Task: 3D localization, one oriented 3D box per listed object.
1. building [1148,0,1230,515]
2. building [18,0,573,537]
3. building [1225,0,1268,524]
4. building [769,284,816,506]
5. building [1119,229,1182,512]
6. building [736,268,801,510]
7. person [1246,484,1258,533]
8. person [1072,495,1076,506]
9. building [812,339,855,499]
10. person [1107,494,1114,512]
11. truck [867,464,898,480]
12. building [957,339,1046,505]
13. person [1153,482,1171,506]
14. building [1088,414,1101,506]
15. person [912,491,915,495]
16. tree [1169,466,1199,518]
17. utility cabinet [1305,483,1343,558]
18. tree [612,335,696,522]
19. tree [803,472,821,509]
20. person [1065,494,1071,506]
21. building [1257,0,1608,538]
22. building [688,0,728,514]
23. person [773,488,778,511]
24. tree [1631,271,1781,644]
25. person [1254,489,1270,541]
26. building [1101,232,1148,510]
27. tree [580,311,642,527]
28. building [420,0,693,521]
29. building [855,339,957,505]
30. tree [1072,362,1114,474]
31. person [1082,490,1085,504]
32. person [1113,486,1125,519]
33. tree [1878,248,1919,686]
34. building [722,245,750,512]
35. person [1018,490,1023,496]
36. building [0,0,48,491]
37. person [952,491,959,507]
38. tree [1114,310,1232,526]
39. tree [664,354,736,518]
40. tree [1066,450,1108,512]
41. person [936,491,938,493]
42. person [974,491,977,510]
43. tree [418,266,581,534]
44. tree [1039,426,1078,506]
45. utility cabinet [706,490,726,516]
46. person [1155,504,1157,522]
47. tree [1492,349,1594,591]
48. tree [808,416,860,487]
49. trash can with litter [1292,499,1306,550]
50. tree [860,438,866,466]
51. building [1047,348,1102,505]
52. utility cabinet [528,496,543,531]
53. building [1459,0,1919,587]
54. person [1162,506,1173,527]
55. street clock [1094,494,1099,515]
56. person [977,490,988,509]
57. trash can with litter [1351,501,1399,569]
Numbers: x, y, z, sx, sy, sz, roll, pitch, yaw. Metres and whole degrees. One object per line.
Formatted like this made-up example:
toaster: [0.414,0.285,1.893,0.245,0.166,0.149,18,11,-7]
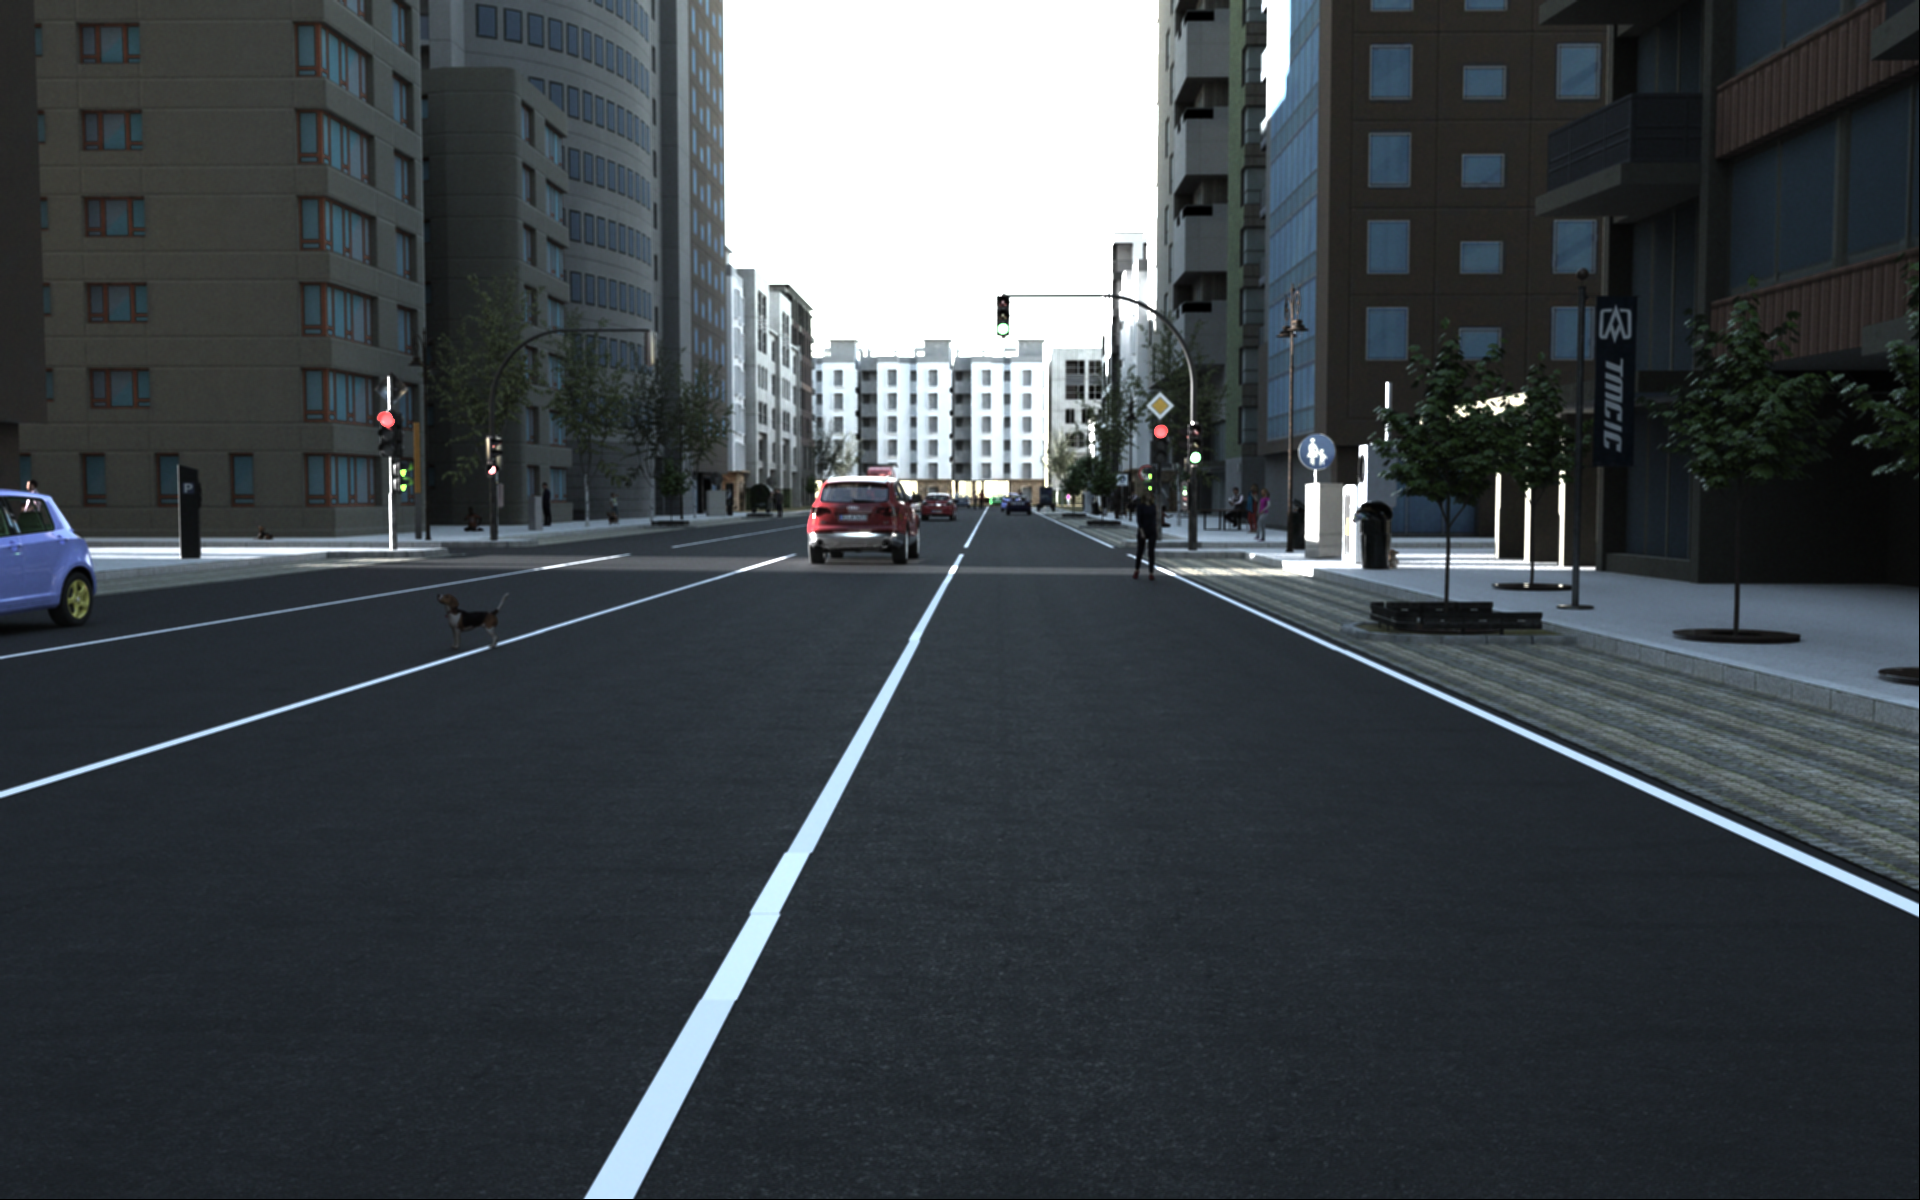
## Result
building: [26.331,-31.708,107.667,28.713,52.752,27.495,0,4,1]
building: [-31.999,-13.467,65.224,27.650,21.520,28.899,0,4,1]
building: [19.157,-24.210,79.420,14.154,41.232,14.086,0,4,1]
building: [-32.588,-20.716,182.685,32.646,21.610,27.936,0,4,1]
building: [20.060,-16.677,129.090,16.016,20.091,11.380,0,4,1]
building: [-24.067,-17.438,151.565,16.747,18.905,31.486,0,4,1]
person: [9.619,-3.015,57.048,0.444,1.614,0.593,1,4,18]
person: [12.356,-11.036,187.217,0.721,1.736,1.217,1,4,14]
building: [-18.044,-22.106,217.853,11.380,20.091,16.016,0,4,1]
person: [10.516,-7.129,122.466,0.709,1.838,0.599,1,4,13]
truck: [-7.396,-10.742,164.549,2.839,4.237,11.283,0,4,1]
building: [4.825,-22.087,217.541,11.380,20.091,16.016,0,4,1]
person: [8.359,-4.010,71.761,0.875,1.805,0.789,3,5,39]
building: [18.780,-14.667,181.944,9.099,9.664,28.070,0,4,1]
person: [-4.200,-8.819,153.408,0.721,1.735,1.217,2,4,28]
tree: [12.388,-6.109,94.477,1.663,3.219,1.824,0,3,0]
utility cabinet: [7.294,-1.593,34.732,0.318,1.500,1.173,2,4,35]
tree: [-14.353,-7.957,80.460,4.360,8.622,3.978,0,3,0]
tree: [-12.998,-9.548,150.716,1.663,3.219,1.824,0,3,0]
person: [11.913,-11.101,190.762,0.599,1.433,0.991,-3,5,-43]
building: [17.973,-24.844,56.307,14.200,45.320,14.600,0,4,1]
building: [-23.540,-28.424,114.836,14.600,45.320,14.200,0,4,1]
person: [-14.403,-7.816,134.553,1.217,1.735,0.721,2,4,27]
tree: [6.854,-1.254,15.104,1.663,3.219,1.824,0,3,0]
person: [8.106,-2.301,46.899,0.776,1.435,0.726,-2,4,-28]
building: [26.127,-18.786,151.124,27.936,21.610,32.646,0,4,1]
tree: [-14.562,-7.172,67.626,4.737,8.622,4.395,0,3,0]
building: [-27.456,-33.683,92.716,21.231,58.520,28.212,0,4,1]
building: [-6.560,-22.078,217.401,11.380,20.091,16.016,0,4,1]
tree: [8.311,-8.789,94.062,4.737,8.622,4.395,0,3,0]
person: [11.716,-9.527,162.545,0.721,1.736,1.217,2,4,28]
person: [8.200,-5.046,89.237,0.600,1.739,0.565,-3,5,-40]
tree: [6.715,-1.047,11.720,1.663,3.219,1.824,0,3,0]
building: [-24.308,-16.730,129.954,16.016,20.091,11.380,0,4,1]
person: [5.113,-8.560,148.899,0.568,1.767,0.683,-2,4,-30]
building: [-25.787,-23.066,27.247,14.200,45.320,14.600,0,4,1]
person: [-0.345,-11.476,196.220,1.350,1.814,0.705,-2,4,-26]
tree: [8.728,-7.237,68.694,4.737,8.622,4.395,0,3,0]
tree: [-14.035,-8.658,91.915,4.737,8.622,4.395,0,3,0]
tree: [9.443,-8.683,125.687,4.285,4.588,4.351,0,3,0]
person: [-2.317,-10.487,180.499,0.617,1.759,0.750,-3,5,-42]
person: [1.459,-9.126,158.421,0.721,1.736,1.217,0,4,-6]
tree: [-15.192,-6.467,56.104,4.737,8.622,4.395,0,3,0]
tree: [10.871,-14.892,193.853,4.360,8.622,3.978,0,3,0]
utility cabinet: [-14.030,-5.559,99.562,1.173,1.500,0.318,-3,5,-40]
person: [8.762,-3.941,78.396,0.695,0.859,0.347,-2,4,-34]
tree: [7.822,-1.752,23.241,1.663,3.219,1.824,0,3,0]
tree: [-12.456,-12.924,161.667,4.360,8.622,3.978,0,3,0]
trash can with litter: [8.140,-1.756,40.104,1.055,1.170,0.624,2,4,25]
tree: [-12.720,-14.885,193.737,4.360,8.622,3.978,0,3,0]
building: [26.970,-21.466,217.428,31.486,18.905,16.747,0,4,1]
utility cabinet: [-15.028,-3.068,61.320,0.306,1.237,1.020,-2,4,-26]
building: [20.133,-22.396,20.794,22.147,44.769,28.867,0,4,1]
person: [7.952,-3.237,67.258,0.655,0.850,0.859,-1,4,-16]
street clock: [8.377,-6.214,106.166,0.358,2.002,0.471,3,5,41]
person: [2.054,-9.637,166.002,1.348,1.831,0.705,0,4,5]
trash can with litter: [7.196,-1.131,29.887,0.624,1.170,1.055,2,4,30]
